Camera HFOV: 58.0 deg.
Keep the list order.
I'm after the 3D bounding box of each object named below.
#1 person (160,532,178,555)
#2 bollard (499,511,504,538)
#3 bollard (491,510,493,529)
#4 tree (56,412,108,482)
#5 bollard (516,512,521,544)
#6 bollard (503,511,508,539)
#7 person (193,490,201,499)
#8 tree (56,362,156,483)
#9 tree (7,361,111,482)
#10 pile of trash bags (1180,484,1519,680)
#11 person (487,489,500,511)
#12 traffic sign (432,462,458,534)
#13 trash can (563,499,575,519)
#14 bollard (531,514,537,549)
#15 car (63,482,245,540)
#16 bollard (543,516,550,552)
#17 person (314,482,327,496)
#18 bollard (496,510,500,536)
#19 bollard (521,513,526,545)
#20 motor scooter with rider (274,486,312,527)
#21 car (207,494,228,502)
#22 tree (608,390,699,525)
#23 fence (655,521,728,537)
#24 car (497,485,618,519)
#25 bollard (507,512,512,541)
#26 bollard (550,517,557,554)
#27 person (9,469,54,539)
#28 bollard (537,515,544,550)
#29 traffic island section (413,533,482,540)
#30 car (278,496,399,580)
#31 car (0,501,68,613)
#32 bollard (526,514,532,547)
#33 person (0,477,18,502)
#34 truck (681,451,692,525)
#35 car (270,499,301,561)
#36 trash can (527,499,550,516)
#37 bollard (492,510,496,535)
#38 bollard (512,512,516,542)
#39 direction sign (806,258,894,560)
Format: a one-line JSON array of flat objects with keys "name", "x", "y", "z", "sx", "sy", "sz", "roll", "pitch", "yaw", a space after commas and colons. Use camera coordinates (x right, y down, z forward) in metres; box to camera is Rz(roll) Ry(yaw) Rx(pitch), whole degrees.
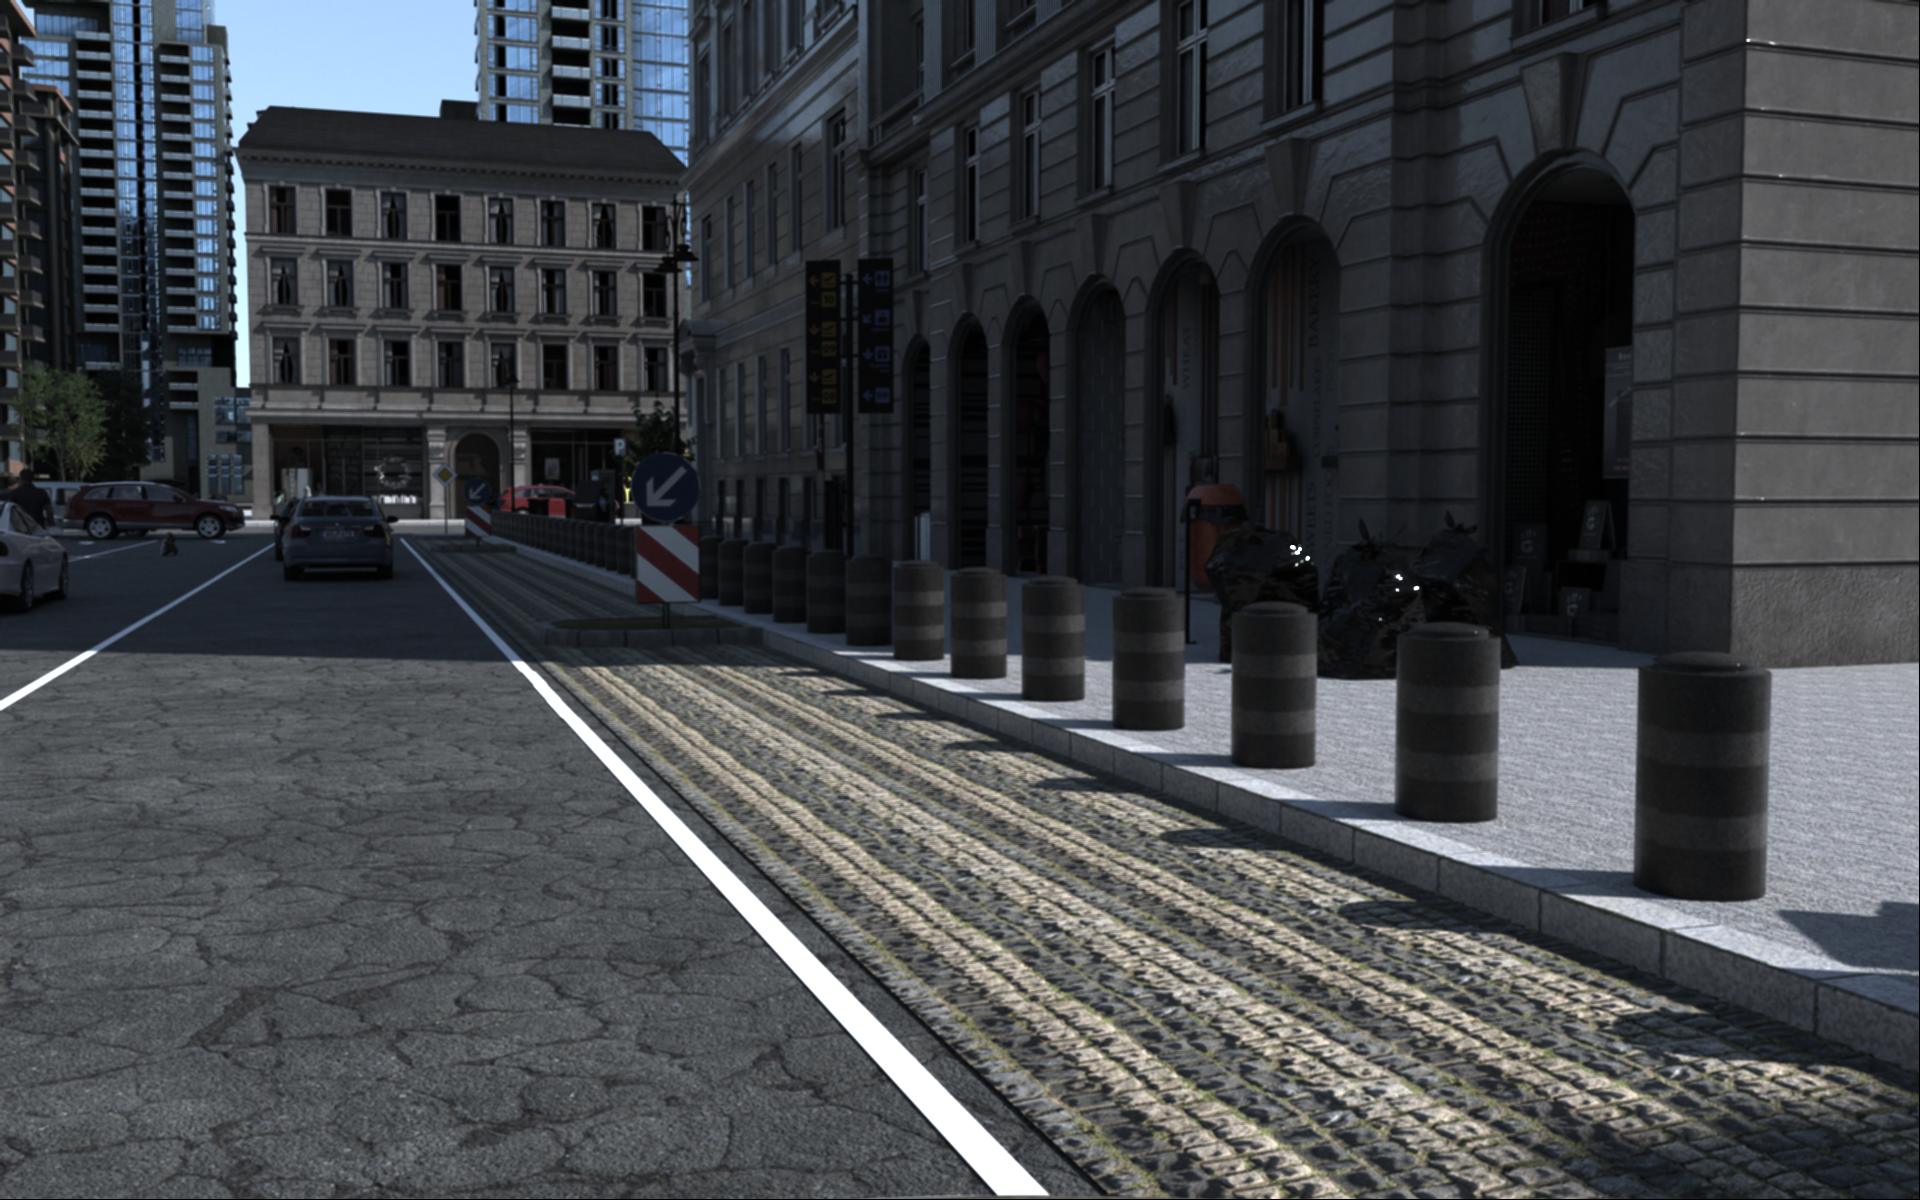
[{"name": "person", "x": -18.461, "y": -1.311, "z": 40.409, "sx": 0.357, "sy": 0.543, "sz": 0.381, "roll": 0, "pitch": 4, "yaw": -7}, {"name": "bollard", "x": -12.980, "y": -2.154, "z": 49.927, "sx": 0.404, "sy": 0.777, "sz": 0.398, "roll": 0, "pitch": 3, "yaw": 0}, {"name": "bollard", "x": -14.340, "y": -2.393, "z": 53.843, "sx": 0.404, "sy": 0.777, "sz": 0.398, "roll": 0, "pitch": 3, "yaw": 0}, {"name": "tree", "x": -74.520, "y": -12.008, "z": 146.694, "sx": 4.737, "sy": 8.622, "sz": 4.395, "roll": 0, "pitch": 3, "yaw": 0}, {"name": "bollard", "x": -11.171, "y": -1.834, "z": 44.704, "sx": 0.404, "sy": 0.777, "sz": 0.398, "roll": 0, "pitch": 3, "yaw": 0}, {"name": "bollard", "x": -12.530, "y": -2.074, "z": 48.623, "sx": 0.404, "sy": 0.777, "sz": 0.398, "roll": 0, "pitch": 3, "yaw": 0}, {"name": "person", "x": -71.331, "y": -9.370, "z": 161.692, "sx": 0.705, "sy": 1.826, "sz": 1.348, "roll": 1, "pitch": 4, "yaw": 23}, {"name": "tree", "x": -82.652, "y": -15.972, "z": 167.803, "sx": 9.857, "sy": 13.997, "sz": 8.962, "roll": 0, "pitch": 3, "yaw": 0}, {"name": "tree", "x": -70.754, "y": -12.872, "z": 136.209, "sx": 9.928, "sy": 11.665, "sz": 9.643, "roll": 0, "pitch": 3, "yaw": 0}, {"name": "pile of trash bags", "x": 2.756, "y": -0.241, "z": 13.701, "sx": 1.912, "sy": 1.369, "sz": 3.447, "roll": -2, "pitch": 4, "yaw": -25}, {"name": "person", "x": -16.013, "y": -3.024, "z": 59.819, "sx": 0.662, "sy": 1.594, "sz": 0.647, "roll": 0, "pitch": 4, "yaw": 1}, {"name": "traffic sign", "x": -16.331, "y": -3.139, "z": 54.973, "sx": 0.795, "sy": 2.450, "sz": 0.064, "roll": -1, "pitch": 4, "yaw": -19}, {"name": "trash can", "x": -11.334, "y": -2.414, "z": 51.121, "sx": 0.748, "sy": 1.137, "sz": 0.748, "roll": 0, "pitch": 3, "yaw": 0}, {"name": "bollard", "x": -9.816, "y": -1.596, "z": 40.805, "sx": 0.404, "sy": 0.777, "sz": 0.398, "roll": 0, "pitch": 3, "yaw": 0}, {"name": "car", "x": -25.781, "y": -2.865, "z": 55.513, "sx": 5.304, "sy": 1.827, "sz": 2.281, "roll": -1, "pitch": 4, "yaw": -19}, {"name": "bollard", "x": -8.912, "y": -1.437, "z": 38.206, "sx": 0.404, "sy": 0.777, "sz": 0.398, "roll": 0, "pitch": 3, "yaw": 0}, {"name": "person", "x": -21.041, "y": -2.964, "z": 56.987, "sx": 0.581, "sy": 1.822, "sz": 0.654, "roll": -1, "pitch": 4, "yaw": -21}, {"name": "bollard", "x": -13.435, "y": -2.233, "z": 51.225, "sx": 0.404, "sy": 0.777, "sz": 0.398, "roll": 0, "pitch": 3, "yaw": 0}, {"name": "bollard", "x": -10.721, "y": -1.755, "z": 43.404, "sx": 0.404, "sy": 0.777, "sz": 0.398, "roll": 0, "pitch": 3, "yaw": 0}, {"name": "motor scooter with rider", "x": -26.283, "y": -3.673, "z": 69.018, "sx": 1.986, "sy": 1.779, "sz": 0.876, "roll": -1, "pitch": 4, "yaw": -19}, {"name": "car", "x": -77.085, "y": -10.411, "z": 180.007, "sx": 2.009, "sy": 1.686, "sz": 4.222, "roll": -1, "pitch": 4, "yaw": -19}, {"name": "tree", "x": -5.763, "y": -2.315, "z": 32.452, "sx": 1.663, "sy": 3.219, "sz": 1.824, "roll": 0, "pitch": 3, "yaw": 0}, {"name": "fence", "x": -5.801, "y": -1.355, "z": 37.530, "sx": 0.278, "sy": 0.683, "sz": 2.069, "roll": 3, "pitch": 5, "yaw": 43}, {"name": "car", "x": -17.617, "y": -4.085, "z": 75.460, "sx": 5.304, "sy": 1.827, "sz": 2.281, "roll": -1, "pitch": 4, "yaw": -19}, {"name": "bollard", "x": -12.077, "y": -1.994, "z": 47.324, "sx": 0.404, "sy": 0.777, "sz": 0.398, "roll": 0, "pitch": 3, "yaw": 0}, {"name": "bollard", "x": -8.461, "y": -1.357, "z": 36.906, "sx": 0.404, "sy": 0.777, "sz": 0.398, "roll": 0, "pitch": 3, "yaw": 0}, {"name": "person", "x": -13.753, "y": -1.042, "z": 25.664, "sx": 0.598, "sy": 1.807, "sz": 0.434, "roll": -2, "pitch": 4, "yaw": -24}, {"name": "bollard", "x": -9.366, "y": -1.516, "z": 39.505, "sx": 0.404, "sy": 0.777, "sz": 0.398, "roll": 0, "pitch": 3, "yaw": 0}, {"name": "traffic island section", "x": -16.311, "y": -2.005, "z": 55.057, "sx": 2.009, "sy": 0.180, "sz": 2.903, "roll": -1, "pitch": 4, "yaw": -19}, {"name": "car", "x": -10.832, "y": -1.114, "z": 30.212, "sx": 2.014, "sy": 1.417, "sz": 4.499, "roll": -1, "pitch": 4, "yaw": -19}, {"name": "car", "x": -12.567, "y": -0.583, "z": 21.888, "sx": 2.083, "sy": 1.381, "sz": 4.827, "roll": -1, "pitch": 4, "yaw": -19}, {"name": "bollard", "x": -10.266, "y": -1.675, "z": 42.106, "sx": 0.404, "sy": 0.777, "sz": 0.398, "roll": 0, "pitch": 3, "yaw": 0}, {"name": "person", "x": -19.516, "y": -1.634, "z": 35.568, "sx": 0.623, "sy": 1.781, "sz": 0.721, "roll": -2, "pitch": 4, "yaw": -25}, {"name": "truck", "x": -9.778, "y": -4.904, "z": 76.108, "sx": 9.791, "sy": 3.379, "sz": 3.469, "roll": -1, "pitch": 4, "yaw": -17}, {"name": "car", "x": -14.408, "y": -1.602, "z": 38.780, "sx": 1.945, "sy": 1.354, "sz": 3.894, "roll": -1, "pitch": 4, "yaw": -21}, {"name": "trash can", "x": -13.151, "y": -2.594, "z": 54.066, "sx": 0.748, "sy": 1.137, "sz": 0.748, "roll": 0, "pitch": 3, "yaw": 0}, {"name": "bollard", "x": -13.886, "y": -2.312, "z": 52.525, "sx": 0.404, "sy": 0.777, "sz": 0.398, "roll": 0, "pitch": 3, "yaw": 0}, {"name": "bollard", "x": -11.621, "y": -1.914, "z": 46.012, "sx": 0.404, "sy": 0.777, "sz": 0.398, "roll": 0, "pitch": 3, "yaw": 0}, {"name": "direction sign", "x": -1.069, "y": -1.518, "z": 16.809, "sx": 0.876, "sy": 3.537, "sz": 0.379, "roll": 1, "pitch": 4, "yaw": 14}]
